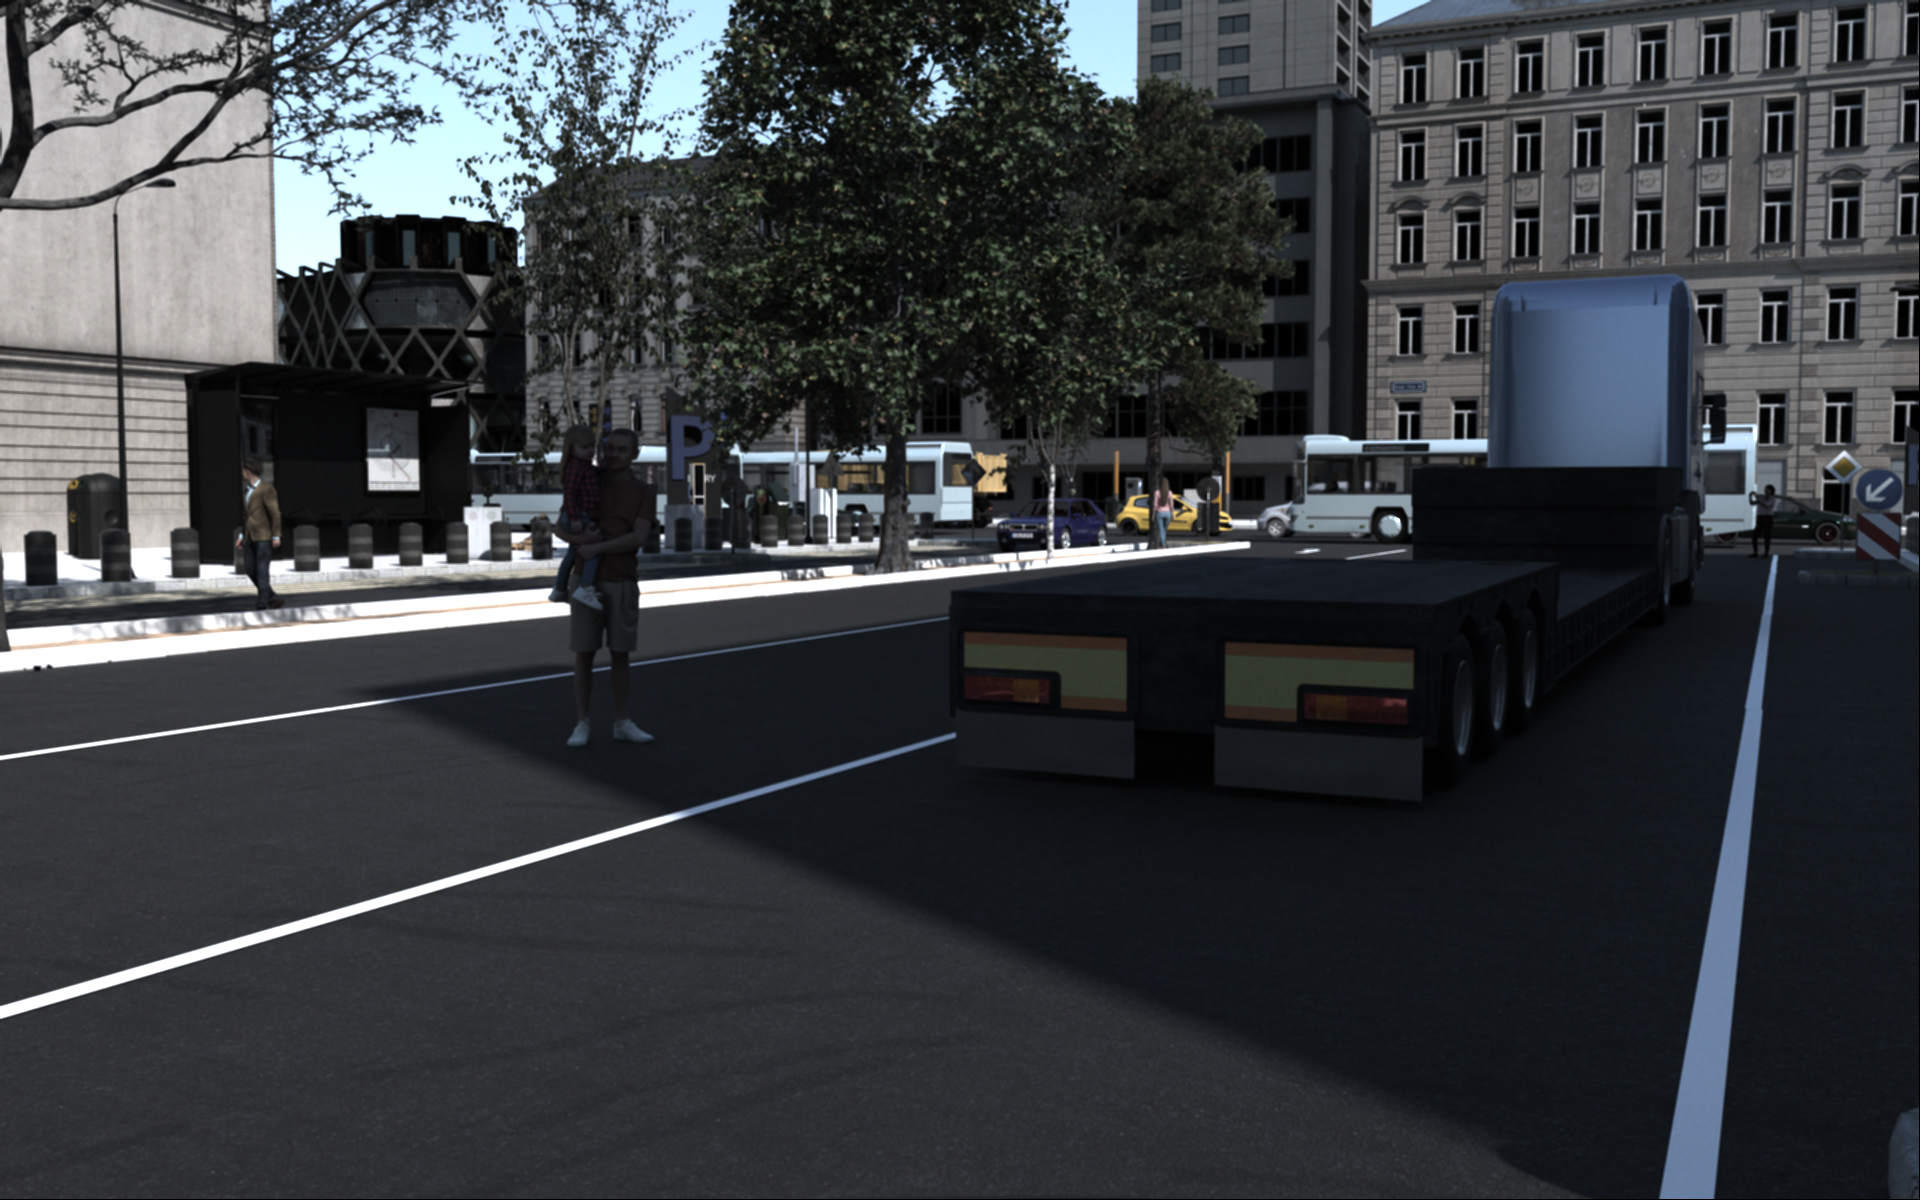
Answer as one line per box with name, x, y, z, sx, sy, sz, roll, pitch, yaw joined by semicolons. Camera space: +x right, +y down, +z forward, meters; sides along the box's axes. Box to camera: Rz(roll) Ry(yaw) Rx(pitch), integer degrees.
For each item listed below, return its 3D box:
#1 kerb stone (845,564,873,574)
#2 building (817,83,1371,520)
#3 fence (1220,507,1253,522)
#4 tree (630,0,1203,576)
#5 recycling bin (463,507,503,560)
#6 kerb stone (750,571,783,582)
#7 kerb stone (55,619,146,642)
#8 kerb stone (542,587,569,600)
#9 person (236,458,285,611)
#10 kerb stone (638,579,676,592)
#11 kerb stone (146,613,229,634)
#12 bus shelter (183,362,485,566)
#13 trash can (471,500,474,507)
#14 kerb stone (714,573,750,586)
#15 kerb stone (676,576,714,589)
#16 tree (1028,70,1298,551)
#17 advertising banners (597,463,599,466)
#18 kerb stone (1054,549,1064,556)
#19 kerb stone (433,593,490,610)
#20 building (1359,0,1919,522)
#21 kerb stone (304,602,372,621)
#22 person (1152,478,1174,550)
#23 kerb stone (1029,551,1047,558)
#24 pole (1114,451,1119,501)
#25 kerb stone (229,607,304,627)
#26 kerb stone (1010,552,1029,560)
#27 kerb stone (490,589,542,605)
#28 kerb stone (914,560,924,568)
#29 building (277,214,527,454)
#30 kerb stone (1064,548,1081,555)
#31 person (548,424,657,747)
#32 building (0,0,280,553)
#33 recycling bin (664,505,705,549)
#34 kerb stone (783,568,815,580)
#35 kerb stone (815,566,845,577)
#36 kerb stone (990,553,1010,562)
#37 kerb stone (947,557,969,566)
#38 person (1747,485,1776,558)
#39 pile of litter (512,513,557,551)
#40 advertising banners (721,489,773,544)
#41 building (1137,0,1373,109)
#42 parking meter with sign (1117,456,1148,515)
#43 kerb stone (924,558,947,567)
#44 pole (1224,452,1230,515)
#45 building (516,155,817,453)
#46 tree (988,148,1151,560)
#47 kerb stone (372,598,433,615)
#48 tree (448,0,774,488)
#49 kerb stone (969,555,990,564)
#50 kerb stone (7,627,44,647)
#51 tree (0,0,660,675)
kerb stone;-1.900;-0.543;31.080;0.120;0.150;1.000;2;4;25
building;7.831;-16.853;94.605;30.058;24.678;14.314;2;4;25
fence;12.546;-3.979;80.425;2.069;0.683;0.278;1;4;20
tree;-1.078;-6.744;29.731;9.611;12.733;9.660;0;3;0
recycling bin;-9.355;-1.311;33.994;0.722;1.027;0.722;-1;4;-14
kerb stone;-3.238;-0.373;28.290;0.120;0.150;1.000;2;4;25
kerb stone;-8.539;0.310;17.121;0.120;0.150;1.000;2;4;25
kerb stone;-5.439;-0.088;23.639;0.120;0.150;1.000;2;4;25
person;-7.984;-0.692;19.727;0.656;1.842;0.836;0;4;6
kerb stone;-4.562;-0.202;25.496;0.120;0.150;1.000;2;4;25
kerb stone;-8.100;0.253;18.051;0.120;0.150;1.000;2;4;25
bus shelter;-12.034;-2.608;33.922;1.731;3.624;6.357;2;4;25
trash can;-12.245;-1.878;42.353;0.748;1.137;0.748;0;3;0
kerb stone;-3.673;-0.314;27.357;0.120;0.150;1.000;2;4;25
kerb stone;-4.116;-0.256;26.426;0.120;0.150;1.000;2;4;25
tree;4.909;-7.276;43.480;6.751;12.117;7.091;0;3;0
advertising banners;-10.529;-3.485;53.165;2.074;3.025;0.090;0;4;-5
kerb stone;2.077;-1.055;39.439;0.120;0.150;1.000;2;4;25
kerb stone;-6.330;0.026;21.775;0.120;0.150;1.000;2;4;25
building;32.287;-17.305;80.192;25.104;27.353;12.463;2;4;25
kerb stone;-7.207;0.139;19.916;0.120;0.150;1.000;2;4;25
person;4.855;-2.003;41.257;0.555;1.821;0.388;-1;4;-19
kerb stone;1.638;-0.998;38.513;0.120;0.150;1.000;2;4;25
pole;7.422;-5.408;82.267;0.158;3.312;0.155;0;3;0
kerb stone;-7.651;0.196;18.985;0.120;0.150;1.000;2;4;25
kerb stone;1.197;-0.941;37.586;0.120;0.150;1.000;2;4;25
kerb stone;-5.889;-0.031;22.709;0.120;0.150;1.000;2;4;25
kerb stone;-1.013;-0.650;32.939;0.120;0.150;1.000;2;4;25
building;-35.029;-15.137;114.937;16.811;18.784;16.820;2;4;25
kerb stone;2.517;-1.111;40.366;0.120;0.150;1.000;2;4;25
person;-2.076;-0.090;9.940;0.573;1.828;0.580;2;4;33
building;-27.485;-10.954;43.718;19.286;19.102;10.561;2;4;25
recycling bin;-6.492;-1.732;40.871;0.722;1.027;0.722;1;4;23
kerb stone;-2.787;-0.429;29.216;0.120;0.150;1.000;2;4;25
kerb stone;-2.341;-0.486;30.144;0.120;0.150;1.000;2;4;25
kerb stone;0.757;-0.885;36.658;0.120;0.150;1.000;2;4;25
kerb stone;-0.128;-0.771;34.800;0.120;0.150;1.000;2;4;25
person;18.073;-1.779;39.046;0.566;1.644;0.517;1;4;17
pile of litter;-9.863;-1.574;39.705;1.176;0.858;1.719;-1;4;-16
advertising banners;-5.686;-2.946;44.357;2.074;3.025;0.090;2;4;27
building;29.775;-44.359;163.524;20.563;71.187;20.611;2;4;25
parking meter with sign;8.047;-5.129;80.121;1.738;3.016;0.543;3;4;36
kerb stone;-0.570;-0.714;33.873;0.120;0.150;1.000;2;4;25
pole;12.302;-5.258;79.804;0.158;3.312;0.155;0;3;0
building;-15.528;-15.455;101.842;18.267;20.994;9.793;2;4;25
tree;1.993;-5.117;36.479;4.360;8.622;3.978;0;3;0
kerb stone;-6.769;0.085;20.848;0.120;0.150;1.000;2;4;25
tree;-4.671;-4.253;22.353;4.360;8.622;3.978;0;3;0
kerb stone;0.312;-0.827;35.734;0.120;0.150;1.000;2;4;25
kerb stone;-8.985;0.367;16.197;0.120;0.150;1.000;2;4;25
tree;-8.025;-6.169;13.690;12.009;13.543;11.850;0;3;0
